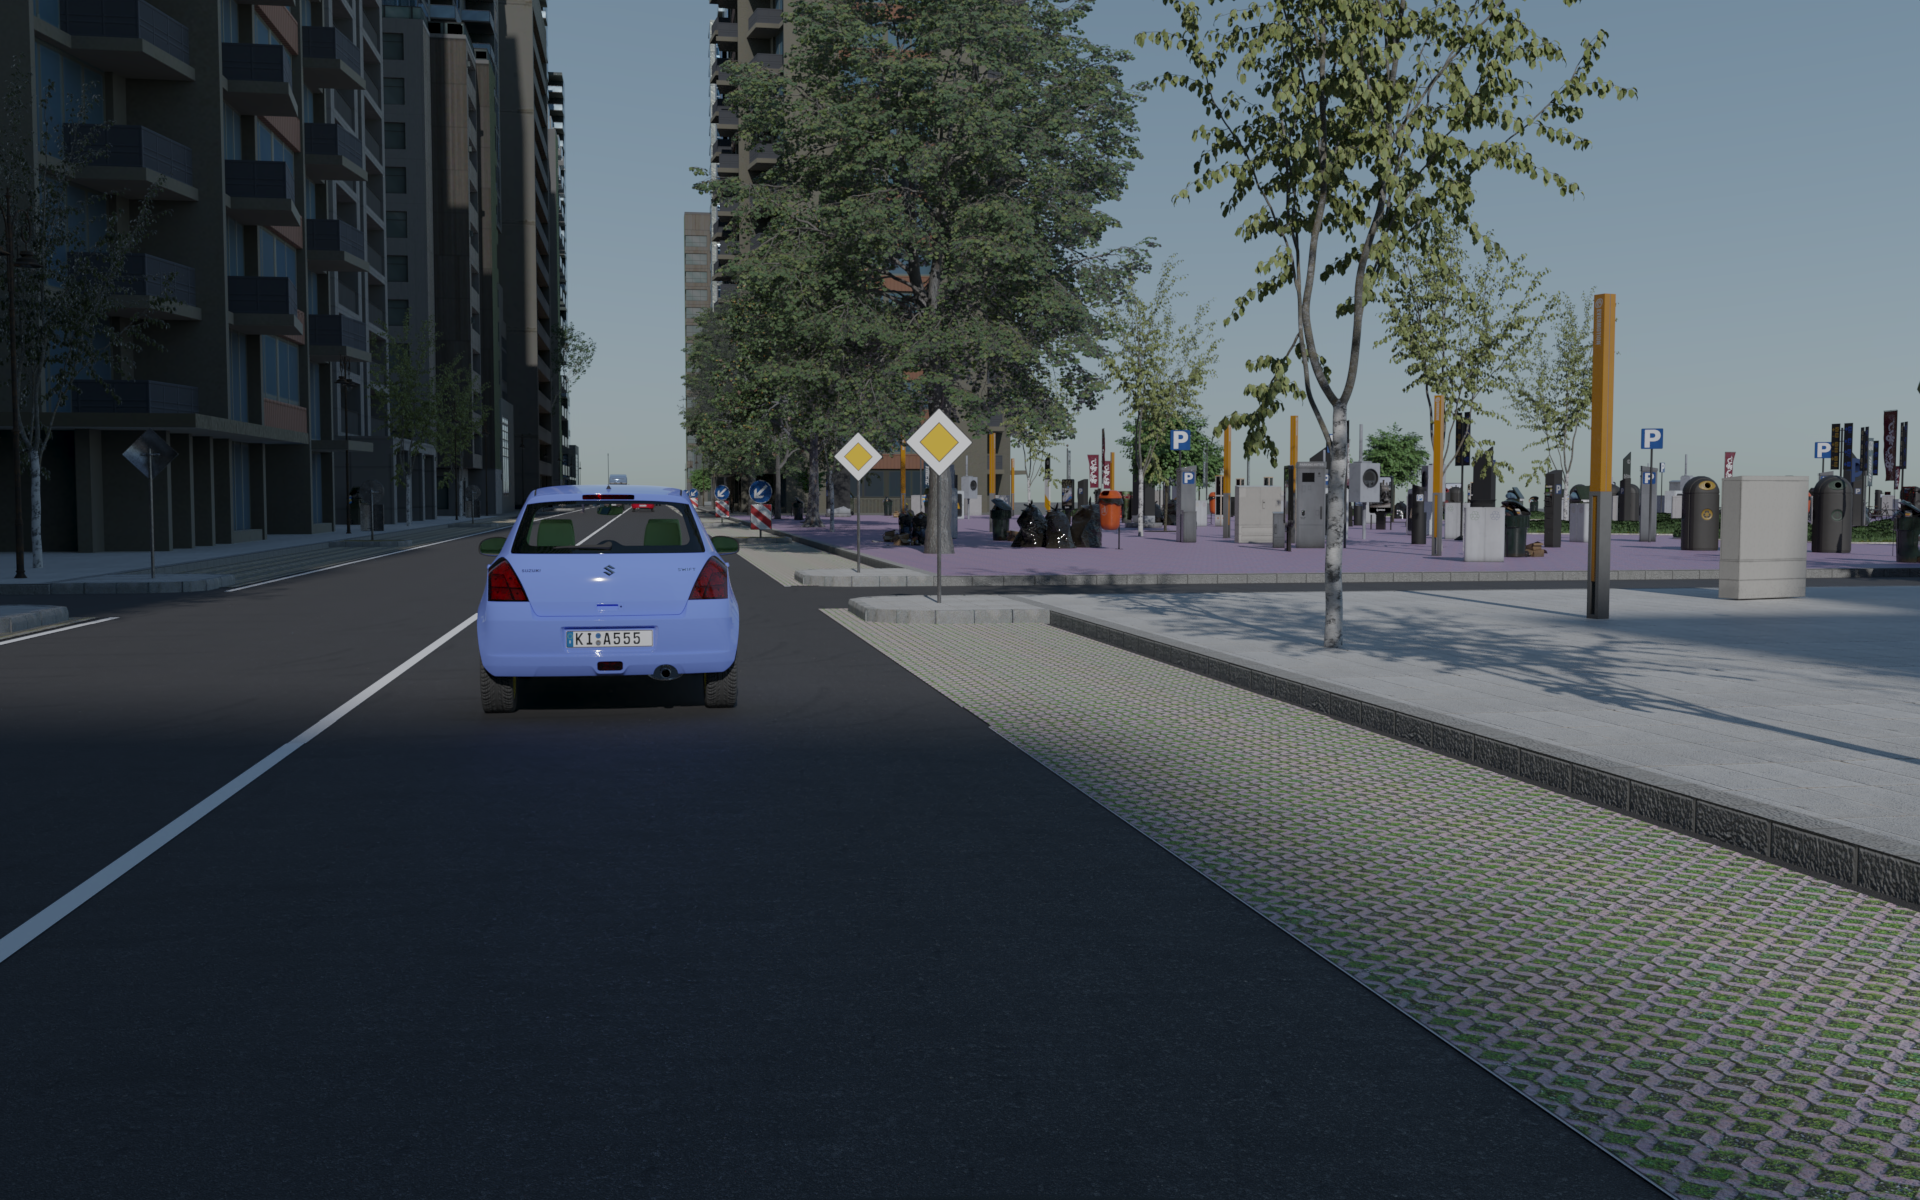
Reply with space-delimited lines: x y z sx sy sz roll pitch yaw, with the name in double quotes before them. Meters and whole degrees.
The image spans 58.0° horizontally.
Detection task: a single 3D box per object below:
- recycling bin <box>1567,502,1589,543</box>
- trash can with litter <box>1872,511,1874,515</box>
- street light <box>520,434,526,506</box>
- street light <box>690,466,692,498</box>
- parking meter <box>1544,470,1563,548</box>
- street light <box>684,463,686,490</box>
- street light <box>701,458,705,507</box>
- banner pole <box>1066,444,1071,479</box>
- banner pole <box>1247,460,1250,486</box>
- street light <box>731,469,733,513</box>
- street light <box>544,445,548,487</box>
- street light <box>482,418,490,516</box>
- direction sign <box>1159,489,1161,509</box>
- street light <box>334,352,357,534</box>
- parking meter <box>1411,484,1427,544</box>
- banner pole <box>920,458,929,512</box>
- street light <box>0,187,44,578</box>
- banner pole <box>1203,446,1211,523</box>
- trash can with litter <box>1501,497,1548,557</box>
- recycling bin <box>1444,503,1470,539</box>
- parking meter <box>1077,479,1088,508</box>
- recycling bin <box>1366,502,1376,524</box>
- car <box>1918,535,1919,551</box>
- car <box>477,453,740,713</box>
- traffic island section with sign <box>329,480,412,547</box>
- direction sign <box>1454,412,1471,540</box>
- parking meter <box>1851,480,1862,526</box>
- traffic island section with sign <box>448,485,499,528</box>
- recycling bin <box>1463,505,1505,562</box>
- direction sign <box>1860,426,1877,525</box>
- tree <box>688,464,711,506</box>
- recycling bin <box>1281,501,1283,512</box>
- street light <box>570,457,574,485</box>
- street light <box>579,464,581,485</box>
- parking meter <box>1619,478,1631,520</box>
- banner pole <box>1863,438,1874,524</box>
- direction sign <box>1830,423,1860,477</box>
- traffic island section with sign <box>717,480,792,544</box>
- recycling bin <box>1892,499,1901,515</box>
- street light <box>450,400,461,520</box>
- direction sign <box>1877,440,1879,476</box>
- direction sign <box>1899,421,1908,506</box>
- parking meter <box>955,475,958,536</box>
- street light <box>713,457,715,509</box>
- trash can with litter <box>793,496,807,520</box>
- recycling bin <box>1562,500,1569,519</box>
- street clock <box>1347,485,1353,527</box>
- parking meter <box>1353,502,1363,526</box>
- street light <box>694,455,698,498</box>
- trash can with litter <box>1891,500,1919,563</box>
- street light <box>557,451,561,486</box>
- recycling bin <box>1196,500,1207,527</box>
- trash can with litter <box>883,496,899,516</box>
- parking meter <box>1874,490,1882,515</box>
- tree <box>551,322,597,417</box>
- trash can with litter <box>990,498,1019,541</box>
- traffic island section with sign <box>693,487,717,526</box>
"recycling bin" 16.745 -2.053 46.123 0.722 1.027 0.722 -1 4 -15
"trash can with litter" 55.481 -5.685 104.340 1.055 1.170 0.624 -2 4 -29
"street light" -33.105 -9.685 131.135 0.468 5.910 1.993 -1 4 -10
"street light" -35.577 -15.676 229.093 0.468 5.910 1.993 -1 4 -10
"parking meter" 14.226 -2.192 41.548 0.399 1.863 0.255 -3 4 -37
"street light" -41.089 -17.526 259.331 0.468 5.910 1.993 -1 4 -10
"street light" -26.258 -12.509 177.310 0.468 5.910 1.993 -1 4 -10
"banner pole" 5.477 -5.956 87.405 0.401 3.779 0.863 1 4 19
"banner pole" 14.062 -5.775 84.431 0.401 3.779 0.863 1 4 20
"street light" -15.450 -8.830 117.164 0.468 5.910 1.993 -1 4 -10
"street light" -38.389 -11.499 160.797 0.468 5.910 1.993 -1 4 -10
"street light" -27.770 -7.872 101.496 0.468 5.910 1.993 -1 4 -10
"direction sign" 8.481 -4.981 73.443 0.876 3.537 0.379 0 4 -2
"street light" -19.796 -5.084 55.909 0.468 5.910 1.993 -1 4 -10
"parking meter" 11.724 -2.190 44.220 0.372 1.533 0.369 0 3 0
"banner pole" -1.860 -6.212 91.576 0.863 3.779 0.401 -2 4 -26
"street light" -14.325 -3.269 26.231 0.468 5.910 1.993 -1 4 -10
"banner pole" 10.929 -5.329 77.144 0.401 3.779 0.863 2 4 24
"trash can with litter" 11.447 -1.465 35.335 1.055 1.170 0.624 -2 4 -30
"recycling bin" 14.267 -2.252 49.374 0.722 1.027 0.722 2 4 33
"parking meter" 4.743 -3.745 66.935 0.255 1.863 0.399 -3 5 -41
"recycling bin" 17.944 -3.817 74.958 0.722 1.027 0.722 2 4 26
"car" 18.519 -1.209 28.439 5.304 1.827 2.281 -1 4 -11
"car" -2.569 -0.193 12.740 1.945 1.707 3.694 -1 4 -11
"traffic island section with sign" -16.088 -2.369 47.364 1.989 1.847 2.006 -1 4 -10
"direction sign" 13.909 -3.423 47.959 0.379 3.537 0.876 -1 4 -9
"parking meter" 36.222 -3.933 70.023 0.399 1.863 0.255 0 4 7
"traffic island section with sign" -20.973 -4.039 74.661 1.989 1.847 2.006 -1 4 -10
"recycling bin" 9.958 -1.247 32.938 0.722 1.027 0.722 1 4 14
"direction sign" 30.458 -4.061 58.396 0.379 3.537 0.876 1 4 13
"tree" -27.991 -12.553 188.947 4.285 4.588 4.351 0 3 0
"recycling bin" 11.763 -3.185 64.636 0.722 1.027 0.722 -3 5 -43
"street light" -47.844 -14.712 213.330 0.468 5.910 1.993 -1 4 -10
"street light" -53.363 -16.555 243.459 0.468 5.910 1.993 -1 4 -10
"parking meter" 24.373 -3.534 63.495 0.255 1.863 0.399 -1 4 -11
"banner pole" 35.523 -4.754 67.738 0.863 3.779 0.401 -3 5 -40
"direction sign" 28.176 -3.878 55.408 0.379 3.537 0.876 -1 4 -16
"traffic island section with sign" -5.995 -2.577 50.755 1.989 1.847 2.006 -1 4 -10
"recycling bin" 48.092 -4.638 88.377 0.722 1.027 0.722 0 4 5
"street light" -24.875 -6.889 85.426 0.468 5.910 1.993 -1 4 -10
"direction sign" 38.637 -4.988 73.550 0.379 3.537 0.876 -1 4 -14
"direction sign" 29.581 -3.814 54.357 0.379 3.537 0.876 1 4 17
"parking meter" -0.285 -2.862 52.508 0.399 1.863 0.255 3 5 40
"street light" -20.986 -10.697 147.679 0.468 5.910 1.993 -1 4 -10
"trash can with litter" -7.660 -4.488 84.766 1.055 1.170 0.624 1 4 10
"recycling bin" 27.457 -4.000 77.957 0.722 1.027 0.722 2 4 30
"street clock" 15.348 -3.886 68.109 0.358 2.002 0.471 0 4 0
"parking meter" 16.169 -3.786 70.308 0.372 1.533 0.369 0 3 0
"street light" -30.341 -13.873 199.604 0.468 5.910 1.993 -1 4 -10
"trash can with litter" 18.002 -1.280 32.317 1.055 1.170 0.624 1 4 19
"street light" -42.393 -12.878 183.350 0.468 5.910 1.993 -1 4 -10
"recycling bin" 9.307 -3.434 68.701 0.722 1.027 0.722 -2 4 -32
"trash can with litter" -3.997 -5.526 101.734 1.055 1.170 0.624 -1 4 -9
"parking meter" 51.443 -5.420 97.030 0.372 1.533 0.369 0 3 0
"tree" -43.445 -19.455 173.983 12.611 20.169 13.585 0 3 0
"trash can with litter" 1.328 -2.200 47.350 1.055 1.170 0.624 3 5 43
"traffic island section with sign" -10.755 -4.199 77.289 1.989 1.847 2.006 -1 4 -10
